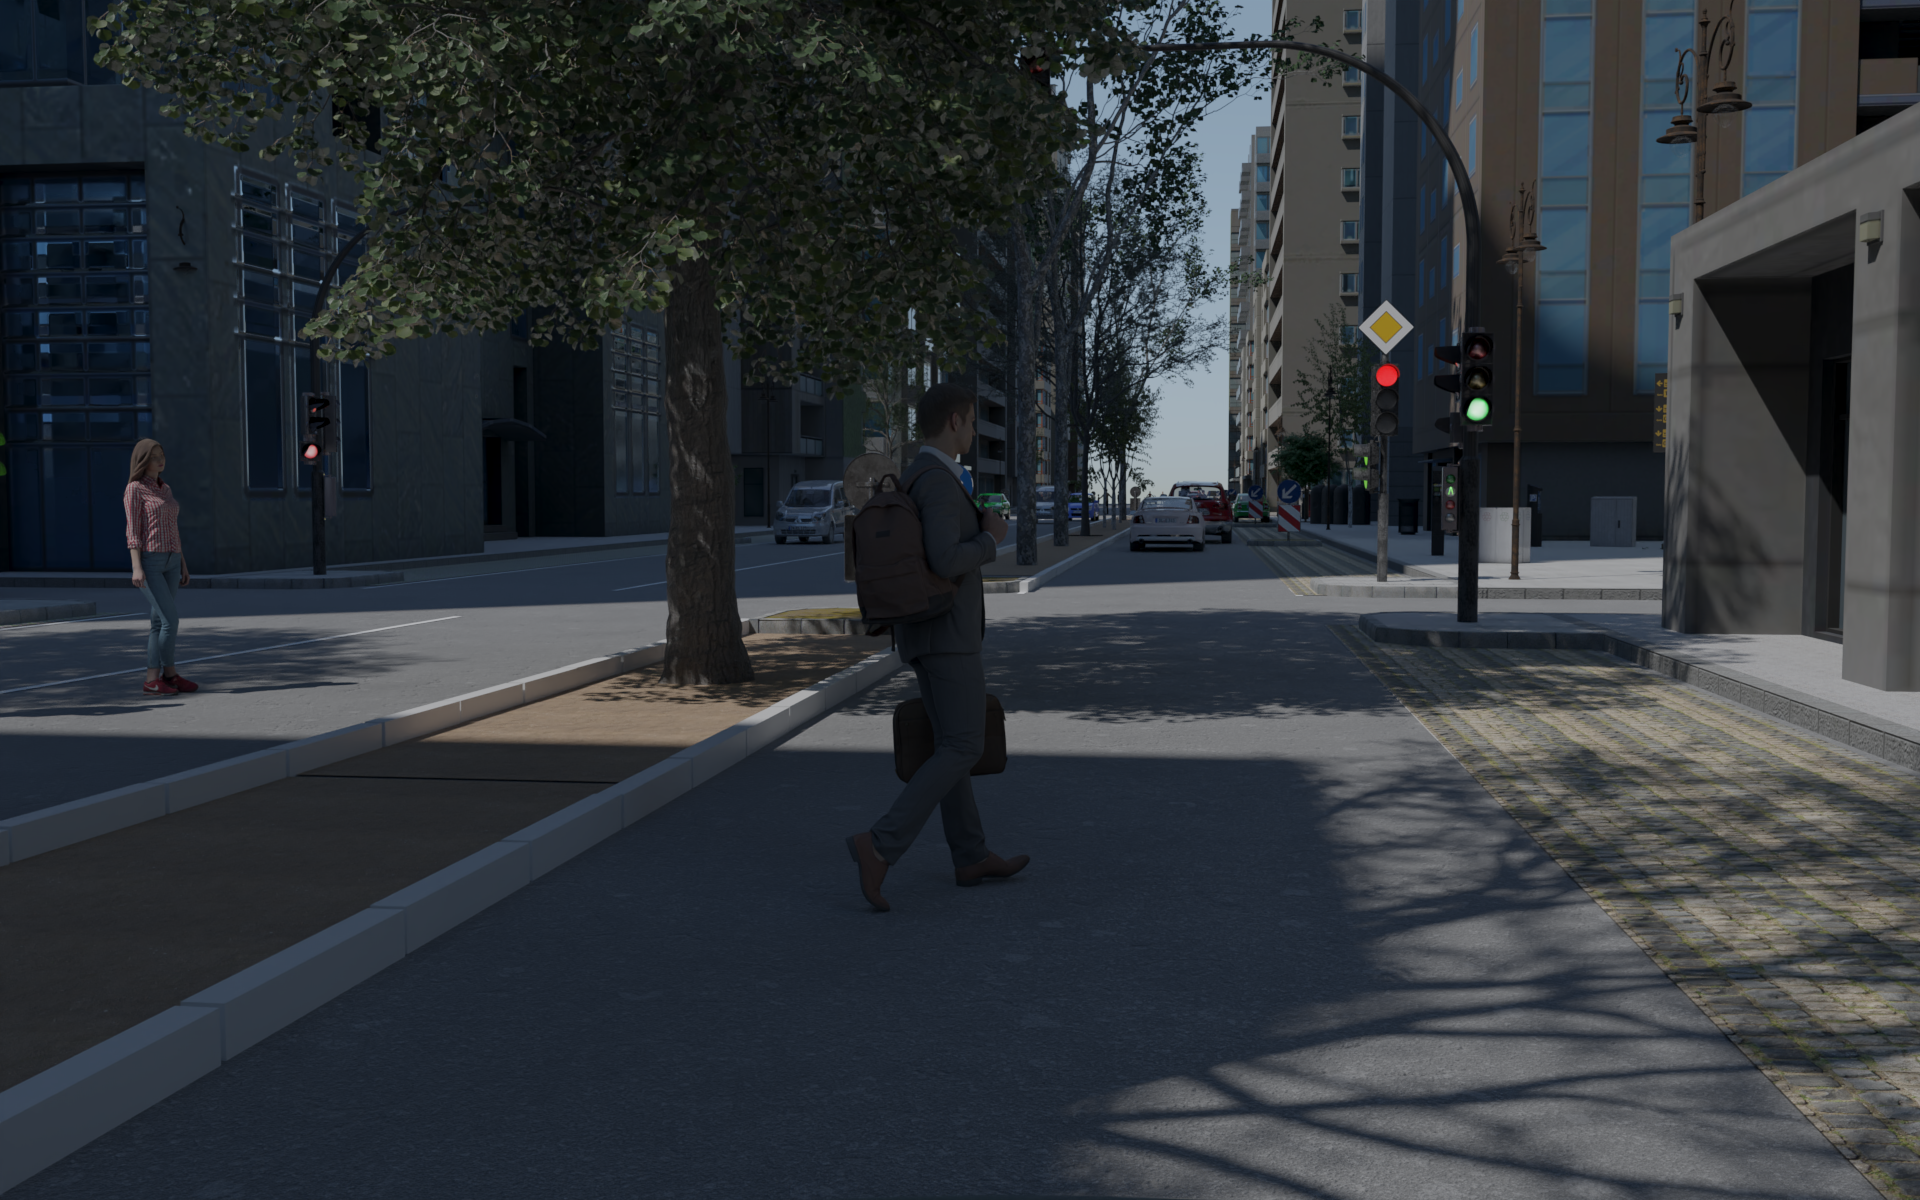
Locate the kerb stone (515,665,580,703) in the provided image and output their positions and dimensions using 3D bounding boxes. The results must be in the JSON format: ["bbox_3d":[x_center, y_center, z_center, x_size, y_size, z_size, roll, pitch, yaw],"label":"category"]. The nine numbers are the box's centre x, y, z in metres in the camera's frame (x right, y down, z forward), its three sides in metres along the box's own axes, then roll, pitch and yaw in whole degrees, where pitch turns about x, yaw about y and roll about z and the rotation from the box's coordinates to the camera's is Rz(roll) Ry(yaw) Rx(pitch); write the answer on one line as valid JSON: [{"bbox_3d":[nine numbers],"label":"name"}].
[{"bbox_3d":[-2.950,0.606,12.282,0.120,0.150,1.000,0,4,8],"label":"kerb stone"}]

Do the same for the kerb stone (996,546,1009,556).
[{"bbox_3d":[1.001,-1.159,41.230,0.120,0.150,1.000,0,4,8],"label":"kerb stone"}]

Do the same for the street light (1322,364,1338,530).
[{"bbox_3d":[13.213,-5.455,61.969,0.468,5.910,1.993,0,4,8],"label":"street light"}]

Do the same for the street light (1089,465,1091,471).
[{"bbox_3d":[19.396,-17.487,258.695,0.468,5.910,1.993,0,4,8],"label":"street light"}]

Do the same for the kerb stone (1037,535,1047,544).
[{"bbox_3d":[2.397,-1.786,51.401,0.120,0.150,1.000,0,4,8],"label":"kerb stone"}]

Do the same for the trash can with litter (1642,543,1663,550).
[{"bbox_3d":[16.749,-1.741,39.527,1.678,1.210,2.233,-3,5,-40],"label":"trash can with litter"}]

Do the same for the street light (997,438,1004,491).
[{"bbox_3d":[3.259,-10.264,140.609,0.468,5.910,1.993,0,4,8],"label":"street light"}]

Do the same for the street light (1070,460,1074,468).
[{"bbox_3d":[14.393,-15.263,222.335,0.468,5.910,1.993,0,4,8],"label":"street light"}]

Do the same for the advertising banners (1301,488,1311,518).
[{"bbox_3d":[19.220,-6.022,94.653,2.074,3.025,0.090,3,5,42],"label":"advertising banners"}]

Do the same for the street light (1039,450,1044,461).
[{"bbox_3d":[8.277,-12.478,176.801,0.468,5.910,1.993,0,4,8],"label":"street light"}]

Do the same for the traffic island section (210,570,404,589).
[{"bbox_3d":[-10.200,-0.322,27.547,2.009,0.180,2.903,0,4,8],"label":"traffic island section"}]

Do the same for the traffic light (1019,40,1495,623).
[{"bbox_3d":[2.984,-2.616,17.431,4.771,5.953,1.251,0,4,8],"label":"traffic light"}]

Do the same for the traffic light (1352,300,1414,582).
[{"bbox_3d":[6.150,-2.219,25.201,0.839,4.253,0.868,0,4,8],"label":"traffic light"}]

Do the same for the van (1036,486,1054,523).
[{"bbox_3d":[4.208,-4.720,84.186,2.013,2.044,4.112,1,4,9],"label":"van"}]

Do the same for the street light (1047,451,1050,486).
[{"bbox_3d":[9.517,-13.050,186.155,0.468,5.910,1.993,0,4,8],"label":"street light"}]

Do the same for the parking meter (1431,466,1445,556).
[{"bbox_3d":[9.972,-1.859,36.110,0.255,1.863,0.399,1,4,14],"label":"parking meter"}]

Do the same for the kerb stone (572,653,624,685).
[{"bbox_3d":[-2.823,0.544,13.296,0.120,0.150,1.000,0,4,8],"label":"kerb stone"}]

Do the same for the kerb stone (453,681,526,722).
[{"bbox_3d":[-3.094,0.670,11.270,0.120,0.150,1.000,0,4,8],"label":"kerb stone"}]

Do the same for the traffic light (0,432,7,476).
[{"bbox_3d":[-11.244,-1.870,19.495,0.839,4.253,0.868,0,4,8],"label":"traffic light"}]

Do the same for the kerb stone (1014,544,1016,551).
[{"bbox_3d":[1.281,-1.288,43.257,0.120,0.150,1.000,0,4,8],"label":"kerb stone"}]

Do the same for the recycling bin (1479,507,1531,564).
[{"bbox_3d":[10.150,-1.206,32.273,0.722,1.027,0.722,3,5,43],"label":"recycling bin"}]

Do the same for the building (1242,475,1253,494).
[{"bbox_3d":[42.770,-28.657,160.419,32.217,40.220,23.993,0,4,8],"label":"building"}]

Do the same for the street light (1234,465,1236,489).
[{"bbox_3d":[34.995,-15.163,220.696,0.468,5.910,1.993,0,4,8],"label":"street light"}]

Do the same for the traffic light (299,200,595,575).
[{"bbox_3d":[-8.077,-3.210,27.159,4.771,5.953,1.251,0,4,8],"label":"traffic light"}]

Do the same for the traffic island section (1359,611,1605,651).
[{"bbox_3d":[5.107,0.299,17.398,2.009,0.180,2.903,0,4,8],"label":"traffic island section"}]

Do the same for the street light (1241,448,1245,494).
[{"bbox_3d":[30.134,-12.950,184.515,0.468,5.910,1.993,0,4,8],"label":"street light"}]

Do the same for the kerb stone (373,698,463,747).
[{"bbox_3d":[-3.226,0.731,10.248,0.120,0.150,1.000,0,4,8],"label":"kerb stone"}]

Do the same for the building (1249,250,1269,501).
[{"bbox_3d":[37.280,-17.741,135.097,27.650,21.520,28.899,0,4,8],"label":"building"}]

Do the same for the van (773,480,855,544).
[{"bbox_3d":[-4.248,-2.679,50.814,2.013,2.044,4.112,1,4,9],"label":"van"}]

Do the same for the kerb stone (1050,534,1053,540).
[{"bbox_3d":[2.675,-1.911,53.441,0.120,0.150,1.000,0,4,8],"label":"kerb stone"}]

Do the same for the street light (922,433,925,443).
[{"bbox_3d":[-1.777,-8.012,103.778,0.468,5.910,1.993,0,4,8],"label":"street light"}]

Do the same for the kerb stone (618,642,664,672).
[{"bbox_3d":[-2.674,0.485,14.311,0.120,0.150,1.000,0,4,8],"label":"kerb stone"}]

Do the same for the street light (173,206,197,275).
[{"bbox_3d":[-12.067,-3.385,28.133,0.468,5.910,1.993,0,4,8],"label":"street light"}]

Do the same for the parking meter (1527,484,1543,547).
[{"bbox_3d":[13.944,-2.057,42.039,0.372,1.533,0.369,0,3,0],"label":"parking meter"}]

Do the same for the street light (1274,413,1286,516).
[{"bbox_3d":[18.841,-7.936,102.541,0.468,5.910,1.993,0,4,8],"label":"street light"}]

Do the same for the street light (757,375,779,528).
[{"bbox_3d":[-7.238,-5.666,65.424,0.468,5.910,1.993,0,4,8],"label":"street light"}]

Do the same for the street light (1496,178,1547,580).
[{"bbox_3d":[8.316,-3.242,25.792,0.468,5.910,1.993,0,4,8],"label":"street light"}]

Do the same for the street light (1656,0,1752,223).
[{"bbox_3d":[7.083,-2.683,16.648,0.468,5.910,1.993,0,4,8],"label":"street light"}]

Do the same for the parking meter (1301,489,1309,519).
[{"bbox_3d":[17.577,-4.879,88.185,0.372,1.533,0.369,0,3,0],"label":"parking meter"}]

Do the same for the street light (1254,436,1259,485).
[{"bbox_3d":[23.717,-10.149,138.721,0.468,5.910,1.993,0,4,8],"label":"street light"}]

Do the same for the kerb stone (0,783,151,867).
[{"bbox_3d":[-3.650,0.918,7.188,0.120,0.150,1.000,0,4,8],"label":"kerb stone"}]

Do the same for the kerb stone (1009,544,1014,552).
[{"bbox_3d":[1.139,-1.226,42.245,0.120,0.150,1.000,0,4,8],"label":"kerb stone"}]

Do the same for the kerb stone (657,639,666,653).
[{"bbox_3d":[-2.538,0.420,15.324,0.120,0.150,1.000,0,4,8],"label":"kerb stone"}]

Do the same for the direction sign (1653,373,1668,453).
[{"bbox_3d":[13.403,-2.467,32.326,0.876,3.537,0.379,2,4,29],"label":"direction sign"}]

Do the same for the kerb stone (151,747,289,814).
[{"bbox_3d":[-3.510,0.858,8.208,0.120,0.150,1.000,0,4,8],"label":"kerb stone"}]

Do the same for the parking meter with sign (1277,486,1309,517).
[{"bbox_3d":[18.571,-6.136,96.582,1.738,3.016,0.543,1,4,10],"label":"parking meter with sign"}]

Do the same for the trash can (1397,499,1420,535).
[{"bbox_3d":[14.137,-2.628,54.614,0.748,1.137,0.748,0,3,0],"label":"trash can"}]

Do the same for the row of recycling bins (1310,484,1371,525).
[{"bbox_3d":[16.062,-4.046,73.271,1.069,1.692,3.534,-2,4,-26],"label":"row of recycling bins"}]

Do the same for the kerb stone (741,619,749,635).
[{"bbox_3d":[-2.259,0.296,17.351,0.120,0.150,1.000,0,4,8],"label":"kerb stone"}]

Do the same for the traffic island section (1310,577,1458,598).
[{"bbox_3d":[6.189,-0.185,25.310,2.009,0.180,2.903,0,4,8],"label":"traffic island section"}]

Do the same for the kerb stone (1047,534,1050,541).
[{"bbox_3d":[2.532,-1.846,52.414,0.120,0.150,1.000,0,4,8],"label":"kerb stone"}]

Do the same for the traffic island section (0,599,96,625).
[{"bbox_3d":[-11.282,0.162,19.635,2.009,0.180,2.903,0,4,8],"label":"traffic island section"}]

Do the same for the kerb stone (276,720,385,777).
[{"bbox_3d":[-3.370,0.796,9.227,0.120,0.150,1.000,0,4,8],"label":"kerb stone"}]
